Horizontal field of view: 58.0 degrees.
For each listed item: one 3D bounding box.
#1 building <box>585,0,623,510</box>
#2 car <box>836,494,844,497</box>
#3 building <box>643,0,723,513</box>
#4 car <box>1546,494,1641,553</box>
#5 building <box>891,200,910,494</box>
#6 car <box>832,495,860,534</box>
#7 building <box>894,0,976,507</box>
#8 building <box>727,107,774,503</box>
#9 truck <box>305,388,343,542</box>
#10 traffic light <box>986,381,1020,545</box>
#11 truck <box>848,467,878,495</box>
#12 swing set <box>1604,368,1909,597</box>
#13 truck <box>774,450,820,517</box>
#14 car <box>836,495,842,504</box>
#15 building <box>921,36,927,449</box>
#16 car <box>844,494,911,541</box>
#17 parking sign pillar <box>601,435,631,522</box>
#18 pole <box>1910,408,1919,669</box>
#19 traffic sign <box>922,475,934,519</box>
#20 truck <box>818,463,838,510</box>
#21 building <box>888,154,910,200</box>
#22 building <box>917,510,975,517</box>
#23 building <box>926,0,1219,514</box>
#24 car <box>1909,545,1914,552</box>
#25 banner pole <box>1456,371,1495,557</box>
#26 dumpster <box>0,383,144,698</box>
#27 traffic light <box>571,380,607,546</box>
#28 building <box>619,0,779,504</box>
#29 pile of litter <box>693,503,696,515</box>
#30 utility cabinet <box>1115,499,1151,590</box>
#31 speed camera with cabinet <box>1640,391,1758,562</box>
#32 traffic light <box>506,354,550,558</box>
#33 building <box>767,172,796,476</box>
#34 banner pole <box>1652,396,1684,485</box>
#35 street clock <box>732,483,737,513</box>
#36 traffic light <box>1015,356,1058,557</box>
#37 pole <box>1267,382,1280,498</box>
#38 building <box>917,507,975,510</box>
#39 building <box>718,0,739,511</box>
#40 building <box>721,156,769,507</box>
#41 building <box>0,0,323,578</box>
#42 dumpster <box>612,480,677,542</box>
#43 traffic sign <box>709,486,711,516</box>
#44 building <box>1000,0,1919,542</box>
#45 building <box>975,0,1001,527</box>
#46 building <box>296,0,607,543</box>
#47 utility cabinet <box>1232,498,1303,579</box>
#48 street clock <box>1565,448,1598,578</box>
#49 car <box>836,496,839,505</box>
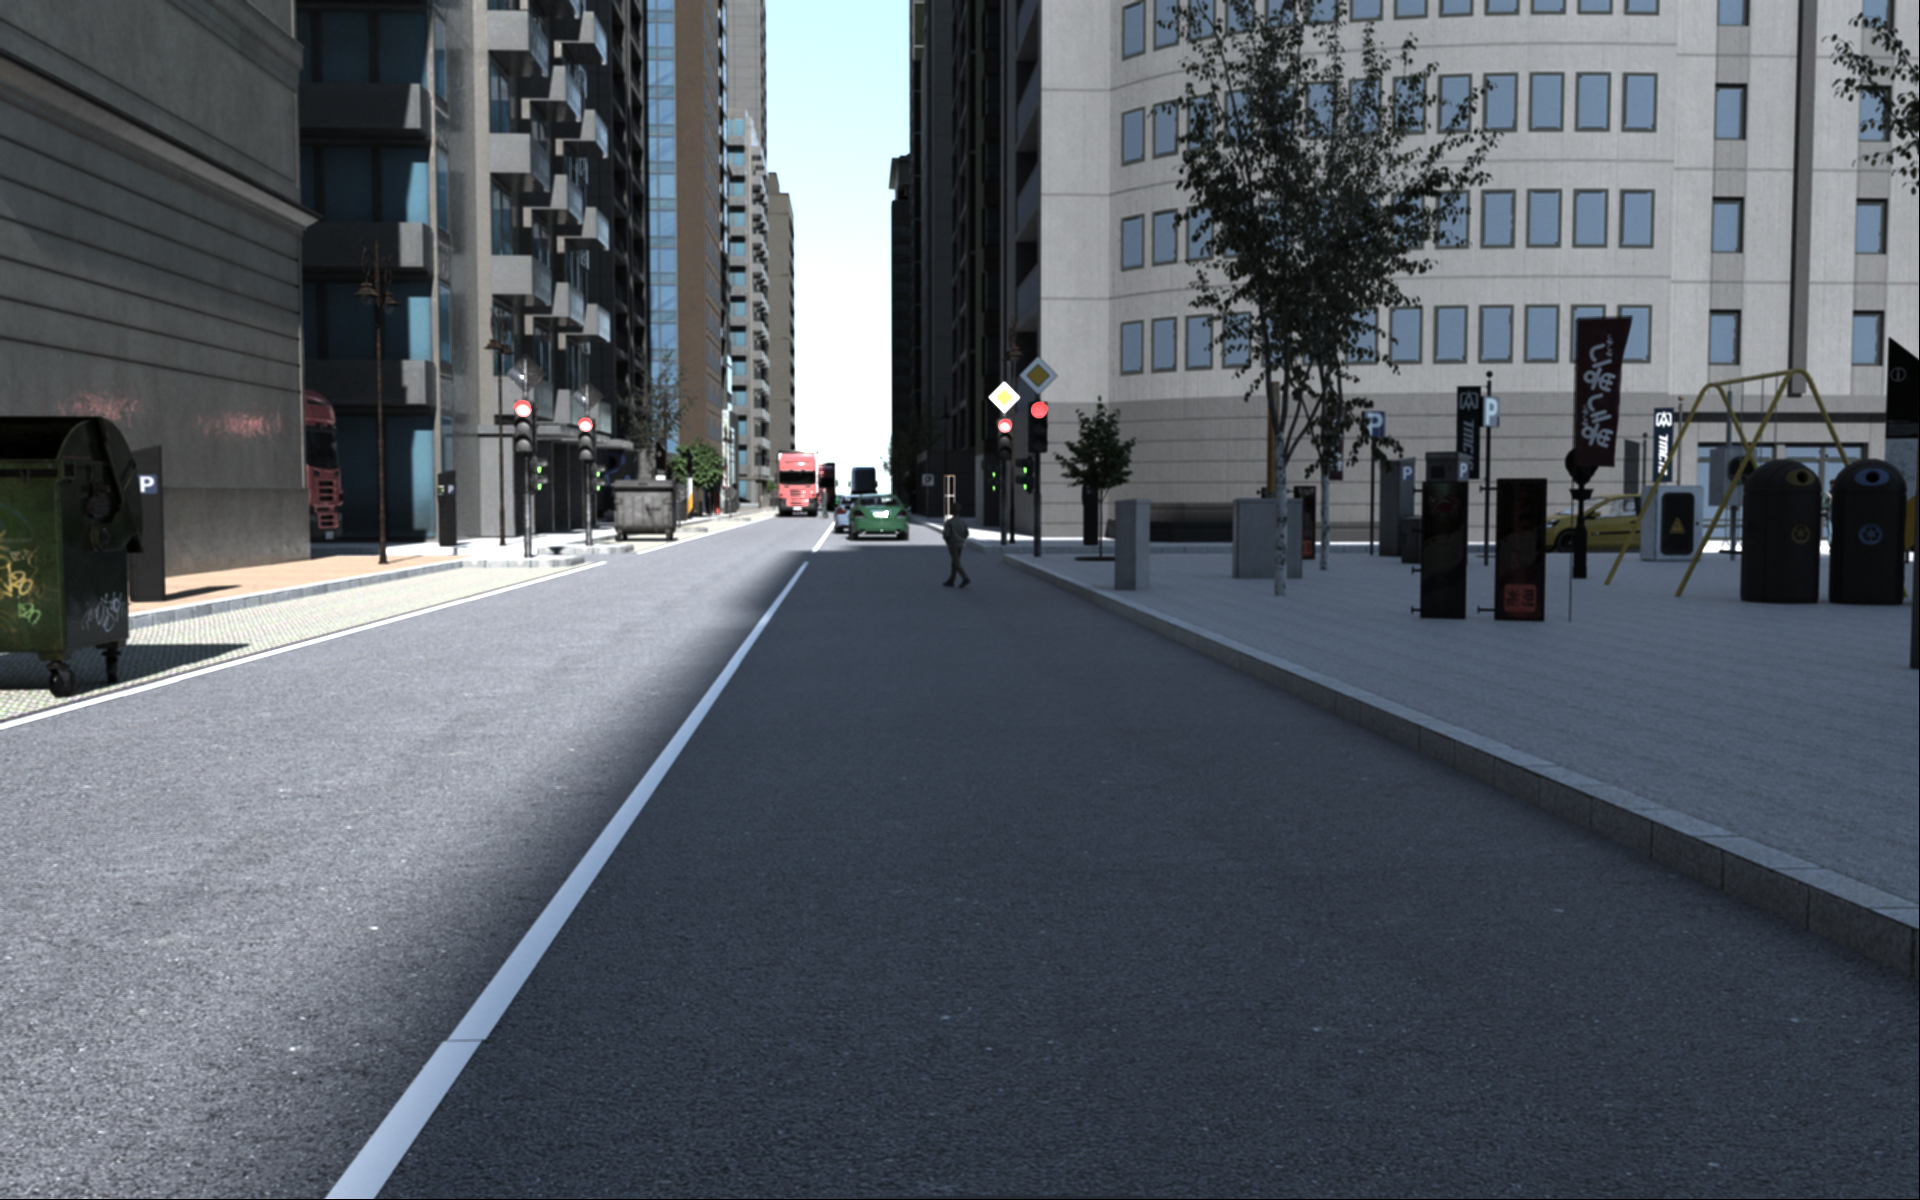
[{"bbox_3d":[-27.341,-40.592,101.932,20.563,71.187,20.611,0,4,-3],"label":"building"},{"bbox_3d":[-16.735,-13.998,240.866,2.014,1.417,4.499,0,4,-4],"label":"car"},{"bbox_3d":[-24.591,-28.961,123.622,14.600,45.320,14.200,0,4,-3],"label":"building"},{"bbox_3d":[15.512,-1.919,41.604,3.980,1.641,2.015,0,4,-2],"label":"car"},{"bbox_3d":[-2.653,-34.225,243.168,14.154,41.232,14.086,0,4,-3],"label":"building"},{"bbox_3d":[-3.733,-3.187,64.114,2.014,1.417,4.499,0,4,-2],"label":"car"},{"bbox_3d":[1.761,-48.130,225.173,20.563,71.187,20.611,0,4,-3],"label":"building"},{"bbox_3d":[-35.365,-36.478,216.025,23.786,49.044,30.456,0,4,-3],"label":"building"},{"bbox_3d":[-18.748,-2.981,37.648,11.283,4.237,2.839,0,4,-2],"label":"truck"},{"bbox_3d":[1.084,-3.329,43.345,0.839,4.253,0.868,0,4,-3],"label":"traffic light"},{"bbox_3d":[-9.046,-10.756,165.623,2.967,4.110,18.799,0,4,-5],"label":"truck"},{"bbox_3d":[10.491,-1.559,23.111,2.862,2.851,3.119,0,4,3],"label":"swing set"},{"bbox_3d":[-10.416,-7.532,112.055,2.839,4.237,11.283,0,4,-4],"label":"truck"},{"bbox_3d":[-14.691,-11.708,203.779,2.083,1.381,4.827,0,4,-3],"label":"car"},{"bbox_3d":[3.460,-31.491,164.988,14.600,45.320,14.200,0,4,-3],"label":"building"},{"bbox_3d":[-2.593,-2.630,54.791,2.131,1.459,4.920,0,4,-5],"label":"car"},{"bbox_3d":[-15.607,-5.523,78.778,1.447,3.967,1.447,2,4,32],"label":"parking sign pillar"},{"bbox_3d":[7.093,-1.147,12.603,0.158,3.312,0.155,0,3,0],"label":"pole"},{"bbox_3d":[-1.640,-5.305,88.868,0.606,2.300,0.079,0,3,0],"label":"traffic sign"},{"bbox_3d":[-12.524,-10.234,156.244,2.839,4.237,11.283,0,4,-5],"label":"truck"},{"bbox_3d":[3.744,-41.285,264.251,28.713,52.752,27.495,0,4,-3],"label":"building"},{"bbox_3d":[8.064,-40.409,98.947,20.563,71.187,20.611,0,4,-3],"label":"building"},{"bbox_3d":[7.706,-36.788,143.490,21.231,58.520,28.212,0,4,-3],"label":"building"},{"bbox_3d":[24.476,-1.922,40.106,5.304,1.827,2.281,0,4,-4],"label":"car"},{"bbox_3d":[10.541,-2.774,35.377,0.863,3.779,0.401,1,4,13],"label":"banner pole"},{"bbox_3d":[-7.128,-0.458,12.433,1.985,2.255,1.502,0,4,-5],"label":"dumpster"},{"bbox_3d":[-9.158,-3.290,42.711,0.839,4.253,0.868,0,4,-3],"label":"traffic light"},{"bbox_3d":[-35.003,-49.092,240.903,20.563,71.187,20.611,0,4,-3],"label":"building"},{"bbox_3d":[-16.098,-5.515,104.136,1.719,0.858,1.176,-1,4,-12],"label":"pile of litter"},{"bbox_3d":[2.340,-0.757,23.533,0.306,1.237,1.020,1,4,17],"label":"utility cabinet"},{"bbox_3d":[14.141,-2.373,33.133,2.038,3.252,0.660,0,4,-6],"label":"speed camera with cabinet"},{"bbox_3d":[-8.675,-2.802,34.741,0.839,4.253,0.868,0,4,-3],"label":"traffic light"},{"bbox_3d":[-36.080,-39.079,262.645,21.300,48.544,21.600,0,4,-3],"label":"building"},{"bbox_3d":[18.115,-3.315,44.222,0.863,3.779,0.401,1,4,21],"label":"banner pole"},{"bbox_3d":[-15.278,-6.909,117.527,0.358,2.002,0.471,-1,4,-20],"label":"street clock"},{"bbox_3d":[1.566,-2.841,35.375,0.839,4.253,0.868,0,4,-3],"label":"traffic light"},{"bbox_3d":[5.698,-2.306,31.546,0.158,3.312,0.155,0,3,0],"label":"pole"},{"bbox_3d":[4.616,-45.519,182.487,20.563,71.187,20.611,0,4,-3],"label":"building"},{"bbox_3d":[-29.683,-50.894,144.785,22.319,86.520,31.000,0,4,-3],"label":"building"},{"bbox_3d":[-35.796,-29.446,173.325,32.217,40.220,23.993,0,4,-3],"label":"building"},{"bbox_3d":[-26.395,-11.718,24.878,30.059,22.955,16.112,0,4,-3],"label":"building"},{"bbox_3d":[-9.458,-2.683,52.084,1.865,1.857,1.264,0,4,-3],"label":"dumpster"},{"bbox_3d":[-14.287,-6.045,98.941,0.768,2.556,0.104,0,4,4],"label":"traffic sign"},{"bbox_3d":[16.062,-31.345,54.487,28.212,58.520,21.231,0,4,-3],"label":"building"},{"bbox_3d":[7.530,-18.538,74.799,14.160,30.474,14.107,0,4,-3],"label":"building"},{"bbox_3d":[-23.957,-26.714,56.377,23.786,49.044,30.456,0,4,-3],"label":"building"},{"bbox_3d":[4.689,-0.933,26.422,1.020,1.237,0.306,0,4,-6],"label":"utility cabinet"},{"bbox_3d":[9.458,-1.334,26.381,0.471,2.002,0.358,1,4,14],"label":"street clock"},{"bbox_3d":[-13.878,-10.759,184.712,1.959,1.807,4.718,0,4,-4],"label":"car"}]
